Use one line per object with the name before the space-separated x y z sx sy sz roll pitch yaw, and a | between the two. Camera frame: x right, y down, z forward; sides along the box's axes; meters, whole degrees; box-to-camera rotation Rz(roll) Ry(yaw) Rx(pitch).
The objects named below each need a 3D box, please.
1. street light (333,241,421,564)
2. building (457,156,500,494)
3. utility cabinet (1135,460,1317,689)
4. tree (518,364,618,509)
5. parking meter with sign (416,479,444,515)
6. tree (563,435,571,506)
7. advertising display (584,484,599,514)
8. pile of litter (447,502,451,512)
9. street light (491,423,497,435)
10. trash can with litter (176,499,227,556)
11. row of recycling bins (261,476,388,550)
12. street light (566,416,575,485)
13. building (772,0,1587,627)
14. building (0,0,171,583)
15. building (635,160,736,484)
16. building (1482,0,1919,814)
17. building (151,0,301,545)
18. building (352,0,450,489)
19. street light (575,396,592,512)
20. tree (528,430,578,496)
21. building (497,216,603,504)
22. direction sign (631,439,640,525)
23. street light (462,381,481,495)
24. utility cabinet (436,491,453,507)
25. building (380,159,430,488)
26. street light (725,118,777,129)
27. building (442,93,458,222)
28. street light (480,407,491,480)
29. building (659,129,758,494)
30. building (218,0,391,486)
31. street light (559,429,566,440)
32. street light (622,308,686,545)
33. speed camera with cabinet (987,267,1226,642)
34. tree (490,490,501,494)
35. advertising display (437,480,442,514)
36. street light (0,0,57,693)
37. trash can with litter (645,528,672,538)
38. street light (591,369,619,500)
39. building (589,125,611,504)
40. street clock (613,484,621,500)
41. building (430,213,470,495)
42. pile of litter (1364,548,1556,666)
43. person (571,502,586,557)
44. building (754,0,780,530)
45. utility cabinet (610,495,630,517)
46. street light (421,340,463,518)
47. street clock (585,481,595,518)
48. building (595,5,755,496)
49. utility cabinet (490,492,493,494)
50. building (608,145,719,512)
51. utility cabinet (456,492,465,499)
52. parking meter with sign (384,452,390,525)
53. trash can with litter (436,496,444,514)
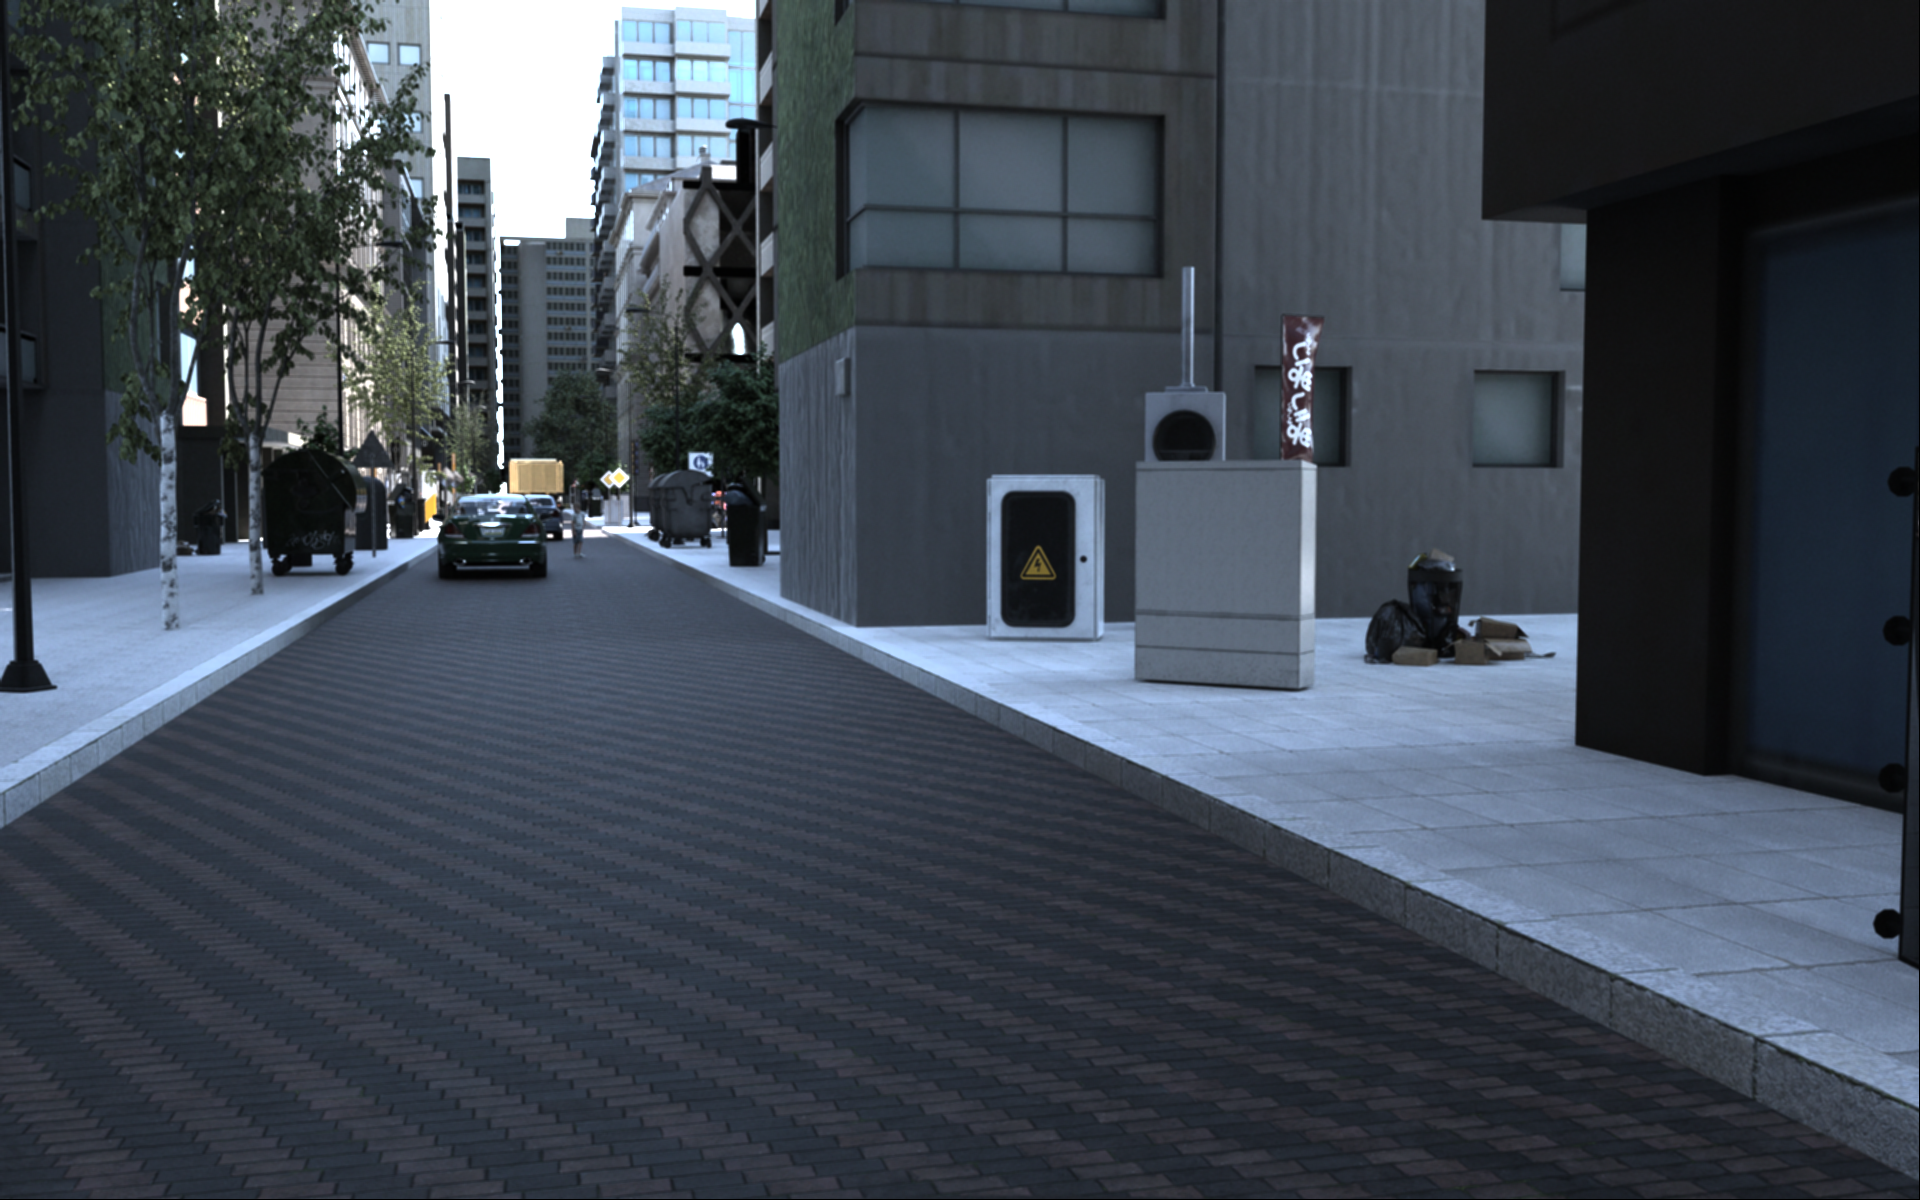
street light | -10.801 -3.623 31.783 1.470 5.913 1.316 -1 4 -14
building | -73.728 -37.337 234.165 21.600 48.544 21.300 -1 4 -14
utility cabinet | 1.773 -0.179 11.601 1.173 1.500 0.318 2 4 31
tree | -33.988 -14.408 152.573 9.611 12.733 9.660 0 3 0
parking meter with sign | -28.082 -5.833 91.624 0.543 3.016 1.738 2 4 31
tree | -39.824 -13.844 176.714 4.360 8.622 3.978 0 3 0
advertising display | -23.808 -6.529 111.961 0.974 1.923 0.123 1 4 12
pile of litter | -38.198 -7.218 131.983 1.719 0.858 1.176 -3 4 -37
street light | -31.125 -8.583 112.869 1.470 5.913 1.316 -1 4 -14
trash can with litter | -15.967 -1.522 36.278 1.055 1.170 0.624 -3 5 -43
row of recycling bins | -14.865 -2.043 40.518 3.534 1.692 1.069 2 4 24
street light | -22.431 -7.967 102.802 1.470 5.913 1.316 -1 4 -14
building | 4.150 -20.803 23.730 14.154 41.232 14.086 -1 4 -14
building | -19.514 -20.706 22.136 14.154 41.232 14.086 -1 4 -14
building | -13.446 -16.528 112.029 13.314 21.916 24.055 -1 4 -14
building | 11.123 -21.557 2.564 14.600 45.320 14.200 -1 4 -14
building | -32.537 -23.742 42.811 28.867 44.769 22.147 -1 4 -14
building | -59.599 -34.441 152.355 28.713 52.752 27.495 -1 4 -14
street light | -17.309 -6.697 82.044 1.470 5.913 1.316 -1 4 -14
tree | -47.409 -16.456 203.459 7.601 10.594 8.767 -1 4 -22
building | -53.080 -33.878 245.789 23.993 40.220 32.217 -1 4 -14
direction sign | -13.531 -4.903 72.165 0.379 3.537 0.876 -2 4 -28
street light | -20.632 -6.034 71.196 1.470 5.913 1.316 -1 4 -14
utility cabinet | -33.046 -6.241 110.721 1.173 1.500 0.318 -3 4 -38
building | -41.888 -17.810 110.255 14.314 24.678 30.058 -1 4 -14
street light | -2.211 -3.006 21.694 1.470 5.913 1.316 -1 4 -14
building | -61.887 -32.915 188.276 14.600 45.320 14.200 -1 4 -14
street light | -25.857 -7.304 91.964 1.470 5.913 1.316 -1 4 -14
building | -5.702 -13.340 85.556 16.811 18.784 16.820 -1 4 -14
building | -34.549 -17.475 82.982 12.463 27.353 25.104 -1 4 -14
street light | -27.623 -9.242 123.654 1.470 5.913 1.316 -1 4 -14
street light | -7.638 -4.336 43.440 1.470 5.913 1.316 -1 4 -14
speed camera with cabinet | 1.279 -1.272 15.133 2.038 3.252 0.660 1 4 10
tree | -56.768 -13.340 212.703 1.663 3.219 1.824 0 3 0
advertising display | -23.981 -4.560 79.772 0.123 1.923 0.974 -1 4 -22
street light | -5.592 -2.369 11.278 1.470 5.913 1.316 -1 4 -14
trash can with litter | -8.584 -2.361 49.995 1.055 1.170 0.624 0 4 6
street light | -12.834 -5.629 64.567 1.470 5.913 1.316 -1 4 -14
building | -32.310 -33.691 205.466 22.147 44.769 28.867 -1 4 -14
street clock | -17.050 -4.999 86.299 0.358 2.002 0.471 -3 5 -42
building | -57.277 -24.670 175.062 14.160 30.474 14.107 -1 4 -14
pile of litter | 3.889 0.031 13.463 1.719 0.858 1.176 -1 4 -11
person | -8.658 -1.600 39.346 0.332 1.250 0.352 0 4 -1
building | 5.540 -26.314 53.939 21.300 48.544 21.600 -1 4 -14
utility cabinet | -19.117 -5.271 97.345 1.020 1.237 0.306 -2 4 -30
street light | -15.946 -4.882 52.355 1.470 5.913 1.316 -1 4 -14
street clock | -19.989 -5.448 93.640 0.471 2.002 0.358 -2 4 -34
building | -25.274 -34.054 176.393 23.786 49.044 30.456 -1 4 -14
utility cabinet | -38.672 -8.158 142.069 0.318 1.500 1.173 -2 4 -35
building | -20.508 -20.681 135.390 12.463 27.353 25.104 -1 4 -14
utility cabinet | -38.745 -7.629 133.419 1.173 1.500 0.318 -3 4 -39
parking meter with sign | -24.095 -4.715 73.354 0.543 3.016 1.738 -1 4 -13
trash can with litter | -24.570 -4.322 82.045 0.624 1.170 1.055 2 4 31
